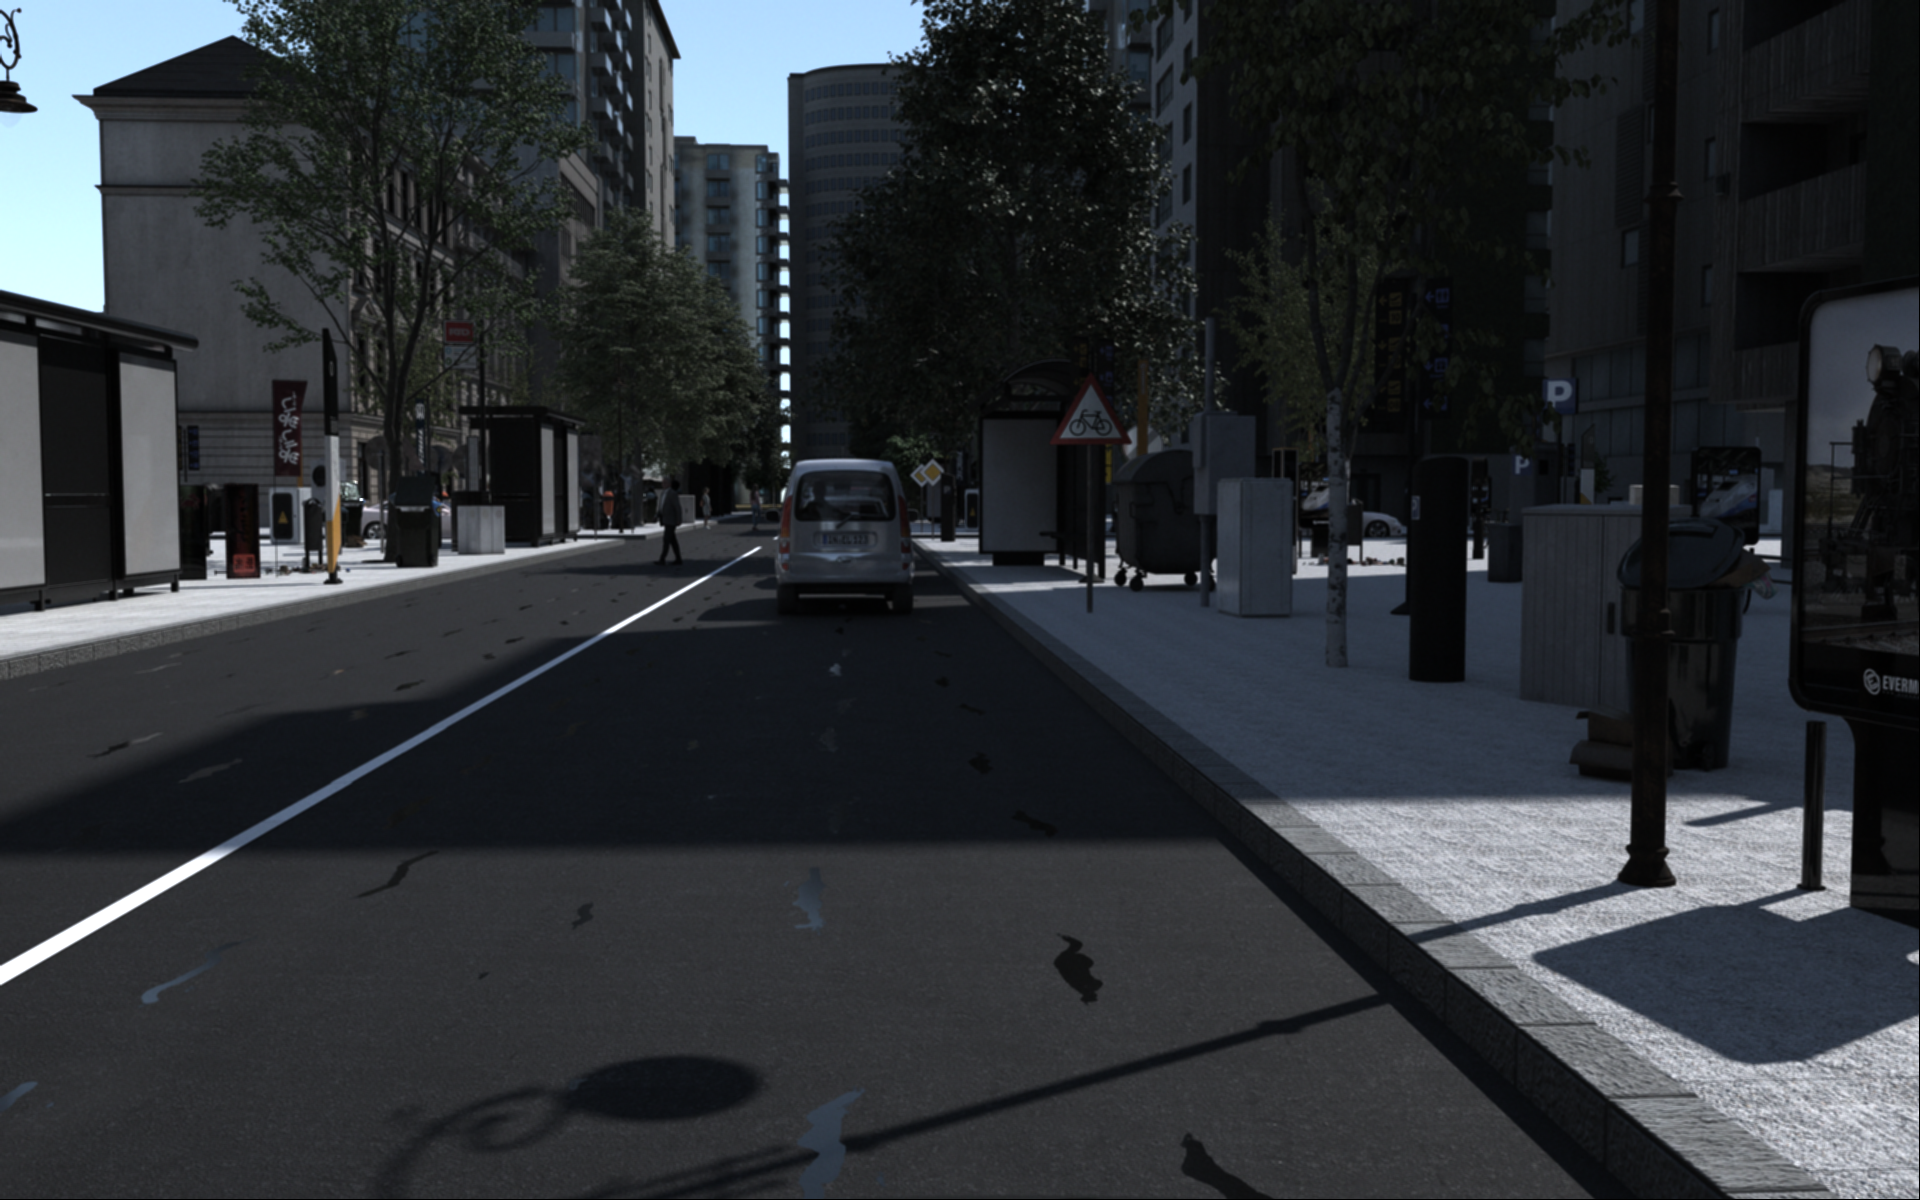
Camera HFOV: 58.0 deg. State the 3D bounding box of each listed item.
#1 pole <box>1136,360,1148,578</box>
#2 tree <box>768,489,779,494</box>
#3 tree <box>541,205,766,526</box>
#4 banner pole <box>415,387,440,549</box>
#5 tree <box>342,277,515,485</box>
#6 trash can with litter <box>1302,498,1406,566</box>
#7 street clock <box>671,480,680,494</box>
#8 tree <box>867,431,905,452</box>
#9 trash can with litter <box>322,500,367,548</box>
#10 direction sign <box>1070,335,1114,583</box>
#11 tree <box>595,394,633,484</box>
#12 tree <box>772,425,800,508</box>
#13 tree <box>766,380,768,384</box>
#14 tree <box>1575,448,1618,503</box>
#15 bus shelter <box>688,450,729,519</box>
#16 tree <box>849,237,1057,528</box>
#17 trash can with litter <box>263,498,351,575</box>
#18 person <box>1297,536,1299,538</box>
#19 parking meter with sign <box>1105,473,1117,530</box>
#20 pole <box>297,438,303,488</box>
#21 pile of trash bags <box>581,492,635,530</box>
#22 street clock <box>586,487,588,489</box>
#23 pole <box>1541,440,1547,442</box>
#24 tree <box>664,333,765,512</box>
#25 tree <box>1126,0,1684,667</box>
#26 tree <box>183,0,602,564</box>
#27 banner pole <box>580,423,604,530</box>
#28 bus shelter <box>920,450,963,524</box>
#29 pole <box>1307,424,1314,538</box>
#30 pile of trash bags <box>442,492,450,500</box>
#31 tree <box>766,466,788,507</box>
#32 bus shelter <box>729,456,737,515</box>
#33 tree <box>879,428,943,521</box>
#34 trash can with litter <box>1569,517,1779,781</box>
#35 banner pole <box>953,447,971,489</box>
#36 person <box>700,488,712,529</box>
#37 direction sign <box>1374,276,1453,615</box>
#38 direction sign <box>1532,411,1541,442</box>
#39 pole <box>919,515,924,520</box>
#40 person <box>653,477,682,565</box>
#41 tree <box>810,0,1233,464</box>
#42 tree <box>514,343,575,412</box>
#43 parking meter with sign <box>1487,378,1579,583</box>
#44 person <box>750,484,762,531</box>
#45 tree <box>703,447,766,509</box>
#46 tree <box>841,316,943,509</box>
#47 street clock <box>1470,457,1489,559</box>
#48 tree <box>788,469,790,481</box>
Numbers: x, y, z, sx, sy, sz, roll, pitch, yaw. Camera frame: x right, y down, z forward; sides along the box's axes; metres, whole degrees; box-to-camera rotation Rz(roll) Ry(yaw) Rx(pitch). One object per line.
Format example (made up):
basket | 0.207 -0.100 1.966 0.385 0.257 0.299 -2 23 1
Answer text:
pole | 2.786 -1.996 26.480 0.158 3.312 0.155 0 3 0
tree | -19.426 -11.335 179.927 1.663 3.219 1.824 0 3 0
tree | -13.246 -9.229 69.028 7.486 12.596 7.792 0 3 0
banner pole | -12.413 -3.066 40.152 0.401 3.779 0.863 1 4 9
tree | -18.070 -6.542 57.324 4.737 8.622 4.395 0 3 0
trash can with litter | 7.346 -1.241 31.349 2.233 1.210 1.678 3 5 40
street clock | -15.089 -5.338 91.841 0.471 2.002 0.358 -1 4 -10
tree | -6.087 -12.340 152.124 4.360 8.622 3.978 0 3 0
trash can with litter | -14.719 -1.839 41.461 1.055 1.170 0.624 1 4 10
direction sign | 1.908 -2.018 24.987 0.876 3.537 0.379 -3 5 -42
tree | -22.483 -9.927 112.674 4.360 8.622 3.978 0 3 0
tree | -17.391 -13.050 163.735 4.737 8.622 4.395 0 3 0
tree | -12.910 -10.139 83.900 7.486 12.596 7.792 0 3 0
tree | 26.432 -4.716 71.705 1.663 3.219 1.824 0 3 0
bus shelter | -13.689 -6.226 93.079 1.731 3.624 6.357 0 4 -4
tree | -0.159 -8.612 66.569 9.928 11.665 9.643 0 3 0
trash can with litter | -10.872 -1.060 28.394 1.678 1.210 2.233 0 4 4
person | 10.594 -2.789 54.771 0.731 1.740 0.598 0 4 8
parking meter with sign | 5.967 -4.016 61.920 1.738 3.016 0.543 -1 4 -16
pole | -24.162 -4.255 63.407 0.158 3.312 0.155 0 3 0
pile of trash bags | -13.031 -3.323 64.076 1.912 1.369 3.447 -1 4 -12
street clock | -20.031 -5.467 93.959 0.471 2.002 0.358 1 4 9
pole | 22.113 -4.394 65.692 0.158 3.312 0.155 0 3 0
tree | -16.244 -12.566 122.455 9.611 12.733 9.660 0 3 0
tree | 2.875 -3.795 12.408 4.737 8.622 4.395 0 3 0
tree | -10.437 -6.494 31.934 9.928 11.665 9.643 0 3 0
banner pole | -13.003 -4.350 61.140 0.863 3.779 0.401 1 4 9
bus shelter | -0.597 -4.892 73.912 2.014 3.302 5.546 0 4 -3
pole | 10.159 -3.446 50.190 0.158 3.312 0.155 0 3 0
pile of trash bags | -19.221 -3.552 67.830 3.447 1.369 1.912 2 4 24
tree | -17.971 -10.309 152.262 4.285 4.588 4.351 0 3 0
bus shelter | -14.639 -6.972 105.274 1.731 3.624 6.357 0 4 -3
tree | -2.288 -6.098 83.411 4.285 4.588 4.351 0 3 0
trash can with litter | 3.288 0.207 8.007 0.624 1.170 1.055 3 5 43
banner pole | 0.135 -4.332 60.840 0.863 3.779 0.401 -1 4 -19
person | -10.483 -3.793 71.513 0.522 1.701 0.512 -2 4 -33
direction sign | 4.794 -1.615 18.398 0.876 3.537 0.379 3 5 43
direction sign | 15.783 -3.397 47.539 0.379 3.537 0.876 0 4 6
pole | -1.912 -5.641 86.073 0.158 3.312 0.155 0 3 0
person | -5.927 -1.590 34.893 0.661 1.777 0.834 3 5 41
tree | 1.118 -7.366 37.440 9.611 12.733 9.660 0 3 0
tree | -20.775 -8.133 83.333 4.737 8.622 4.395 0 3 0
parking meter with sign | 8.445 -1.795 25.603 1.738 3.016 0.543 -3 5 -43
person | -7.929 -3.602 67.397 0.555 1.821 0.388 2 4 27
tree | -15.748 -7.868 112.350 4.285 4.588 4.351 0 3 0
tree | -3.451 -12.332 108.287 9.857 13.997 8.962 0 3 0
street clock | 10.240 -1.810 34.158 0.358 2.002 0.471 2 4 28
tree | -18.161 -11.424 170.494 4.285 4.588 4.351 0 3 0
